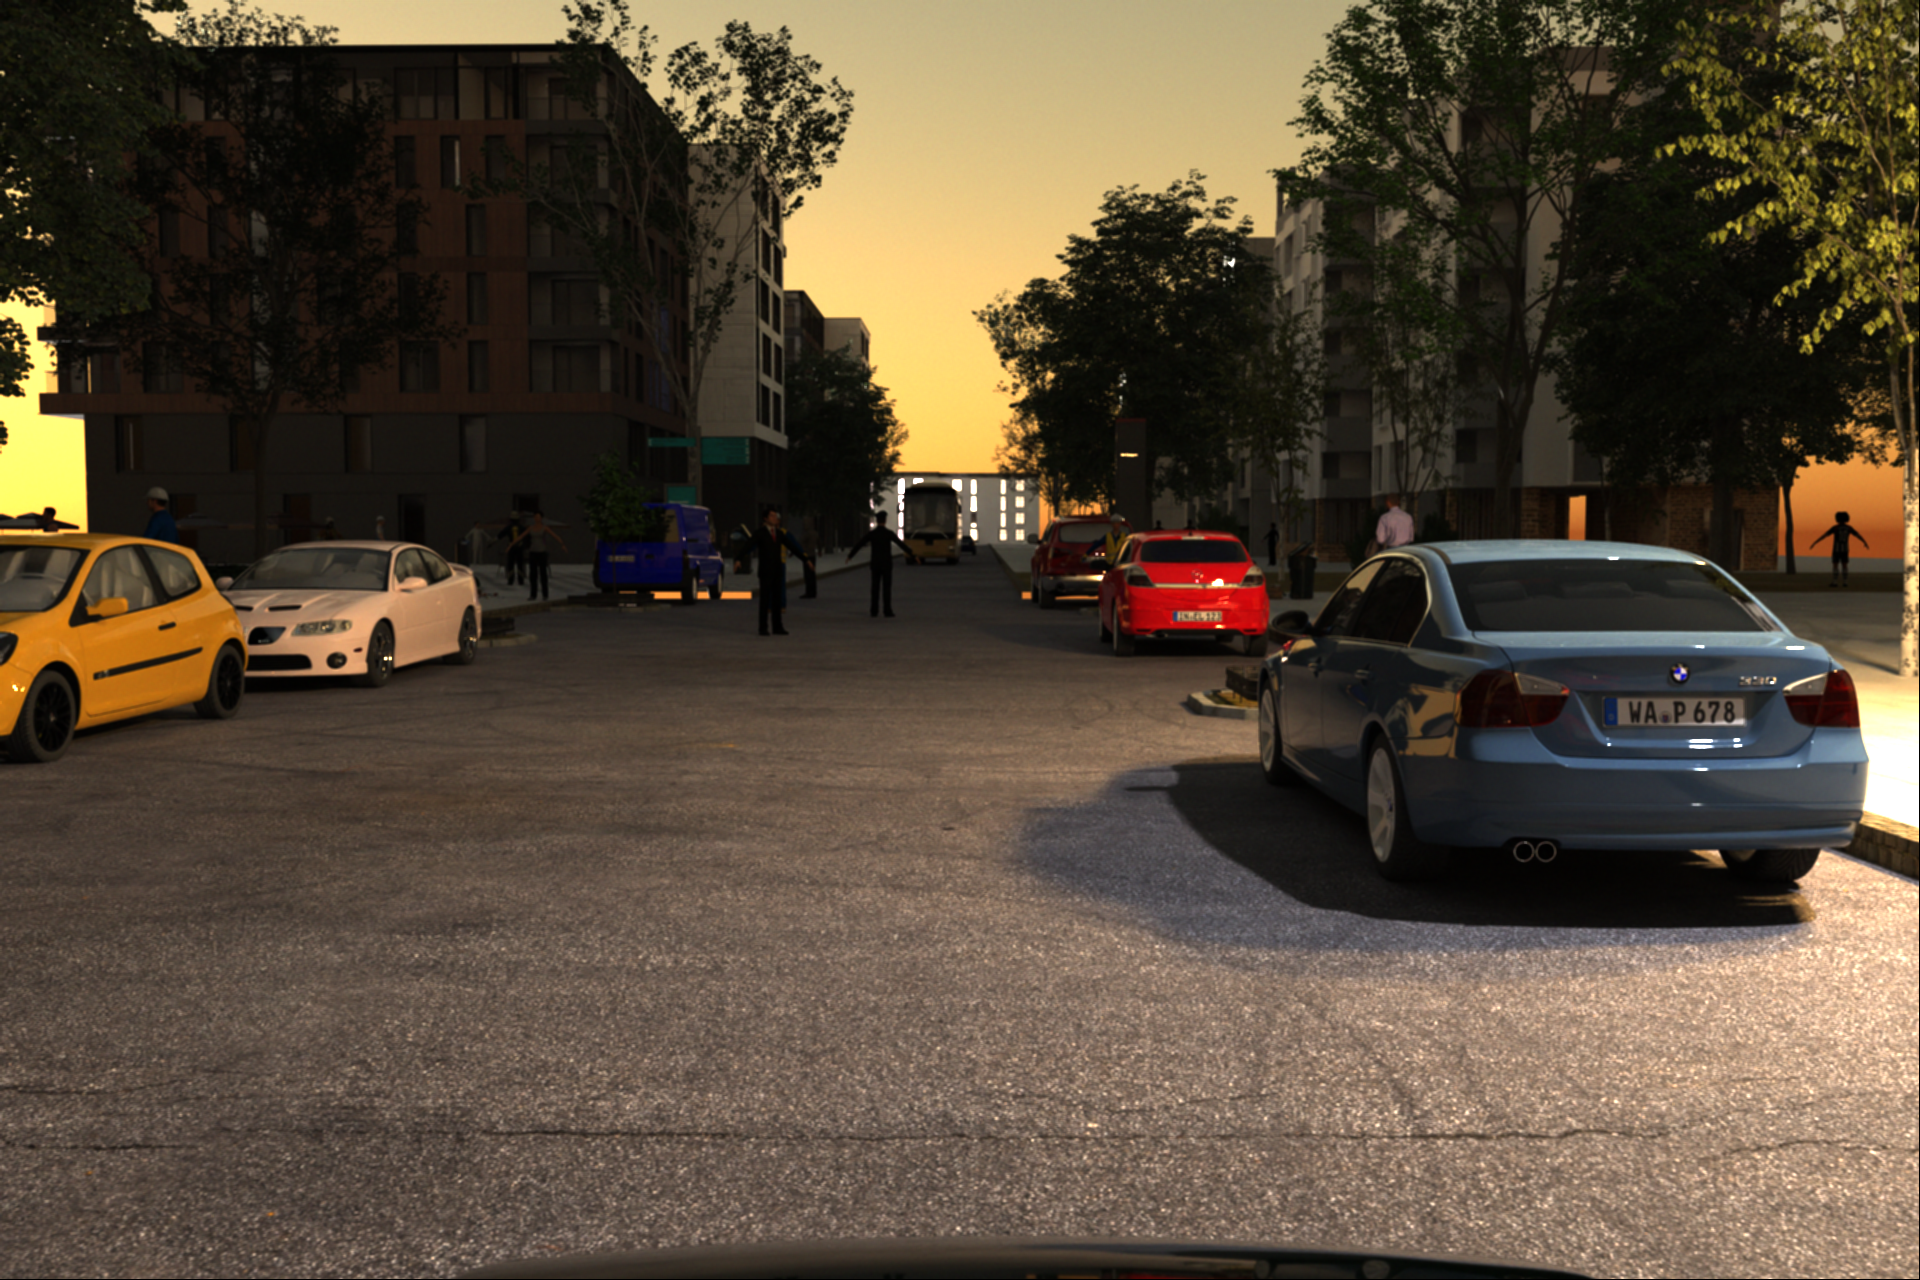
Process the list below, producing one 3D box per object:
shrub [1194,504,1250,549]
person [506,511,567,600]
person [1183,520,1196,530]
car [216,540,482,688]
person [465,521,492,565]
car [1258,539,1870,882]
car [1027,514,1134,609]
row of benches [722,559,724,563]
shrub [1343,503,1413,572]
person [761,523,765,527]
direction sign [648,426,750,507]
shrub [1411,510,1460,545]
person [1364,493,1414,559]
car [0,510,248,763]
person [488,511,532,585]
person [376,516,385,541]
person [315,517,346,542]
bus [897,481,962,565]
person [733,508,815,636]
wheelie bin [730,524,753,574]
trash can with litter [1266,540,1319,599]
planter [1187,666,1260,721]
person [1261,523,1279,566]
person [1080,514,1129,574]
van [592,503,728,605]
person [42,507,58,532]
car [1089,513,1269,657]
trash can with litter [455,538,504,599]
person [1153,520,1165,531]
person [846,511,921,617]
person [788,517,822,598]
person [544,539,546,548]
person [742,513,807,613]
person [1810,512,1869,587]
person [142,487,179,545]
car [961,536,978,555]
[{"bbox_3d":[6.113,-2.249,41.192,1.690,2.028,1.600,0,3,0],"label":"shrub"},{"bbox_3d":[-8.174,-1.630,33.467,1.217,1.737,0.721,0,4,5],"label":"person"},{"bbox_3d":[8.235,-3.415,62.062,1.346,1.802,0.704,1,4,14],"label":"person"},{"bbox_3d":[-6.294,-0.323,17.645,2.083,1.381,4.827,0,4,0],"label":"car"},{"bbox_3d":[-19.707,-3.952,70.808,1.347,1.806,0.705,-3,5,-39],"label":"person"},{"bbox_3d":[2.610,0.219,8.428,2.014,1.417,4.499,0,4,0],"label":"car"},{"bbox_3d":[2.516,-1.591,34.689,2.281,1.827,5.304,0,4,0],"label":"car"},{"bbox_3d":[-8.498,-2.139,50.431,1.422,0.672,4.104,2,4,34],"label":"row of benches"},{"bbox_3d":[10.091,-2.278,41.661,1.690,2.028,1.600,0,3,0],"label":"shrub"},{"bbox_3d":[-8.771,-4.352,77.427,0.705,1.796,1.348,0,4,2],"label":"person"},{"bbox_3d":[-6.433,-3.342,43.410,2.525,3.948,1.411,0,4,2],"label":"direction sign"},{"bbox_3d":[14.623,-2.998,53.438,1.690,2.028,1.600,0,3,0],"label":"shrub"},{"bbox_3d":[5.809,-1.074,23.467,0.709,1.838,0.599,-1,4,-18],"label":"person"},{"bbox_3d":[-6.523,-0.113,12.069,2.015,1.641,3.980,0,4,1],"label":"car"},{"bbox_3d":[-11.221,-2.320,43.709,1.354,1.856,0.705,-1,4,-15],"label":"person"},{"bbox_3d":[-18.239,-2.984,54.638,0.705,1.847,1.347,-2,4,-23],"label":"person"},{"bbox_3d":[-21.056,-3.191,57.945,0.705,1.858,1.354,2,4,33],"label":"person"},{"bbox_3d":[-1.274,-5.651,83.936,2.896,3.916,12.252,0,4,1],"label":"bus"},{"bbox_3d":[-2.673,-0.975,24.578,1.347,1.806,0.705,-3,5,-39],"label":"person"},{"bbox_3d":[-6.959,-2.900,55.326,0.693,1.594,0.980,0,4,1],"label":"wheelie bin"},{"bbox_3d":[6.495,-1.387,34.069,1.055,1.170,0.624,0,4,1],"label":"trash can with litter"},{"bbox_3d":[2.898,0.428,14.144,1.991,0.319,1.994,0,4,0],"label":"planter"},{"bbox_3d":[12.572,-3.876,70.086,1.216,1.740,0.721,-3,5,-45],"label":"person"},{"bbox_3d":[2.637,-1.249,29.335,1.216,1.772,0.721,0,4,7],"label":"person"},{"bbox_3d":[-6.258,-1.974,36.662,2.240,2.365,5.245,0,4,1],"label":"van"},{"bbox_3d":[-17.822,-1.696,33.892,0.704,1.807,1.345,-2,4,-31],"label":"person"},{"bbox_3d":[2.717,-0.773,21.673,2.155,1.783,4.494,0,4,1],"label":"car"},{"bbox_3d":[-9.949,-1.489,35.402,1.678,1.210,2.233,0,4,0],"label":"trash can with litter"},{"bbox_3d":[7.645,-3.712,66.836,1.346,1.812,0.704,-1,4,-10],"label":"person"},{"bbox_3d":[-1.354,-1.321,29.990,1.347,1.837,0.705,1,4,12],"label":"person"},{"bbox_3d":[-3.387,-1.839,38.649,0.705,1.813,1.348,2,4,25],"label":"person"},{"bbox_3d":[-15.944,-3.496,66.418,0.599,1.433,0.991,-1,4,-15],"label":"person"},{"bbox_3d":[-3.361,-1.411,31.489,1.349,1.833,0.705,1,4,14],"label":"person"},{"bbox_3d":[21.417,-2.201,42.136,1.345,1.843,0.704,1,4,8],"label":"person"},{"bbox_3d":[-9.635,-0.911,20.782,0.705,1.842,1.347,0,4,-3],"label":"person"},{"bbox_3d":[0.254,-6.527,119.298,1.945,1.354,3.894,0,4,1],"label":"car"}]
